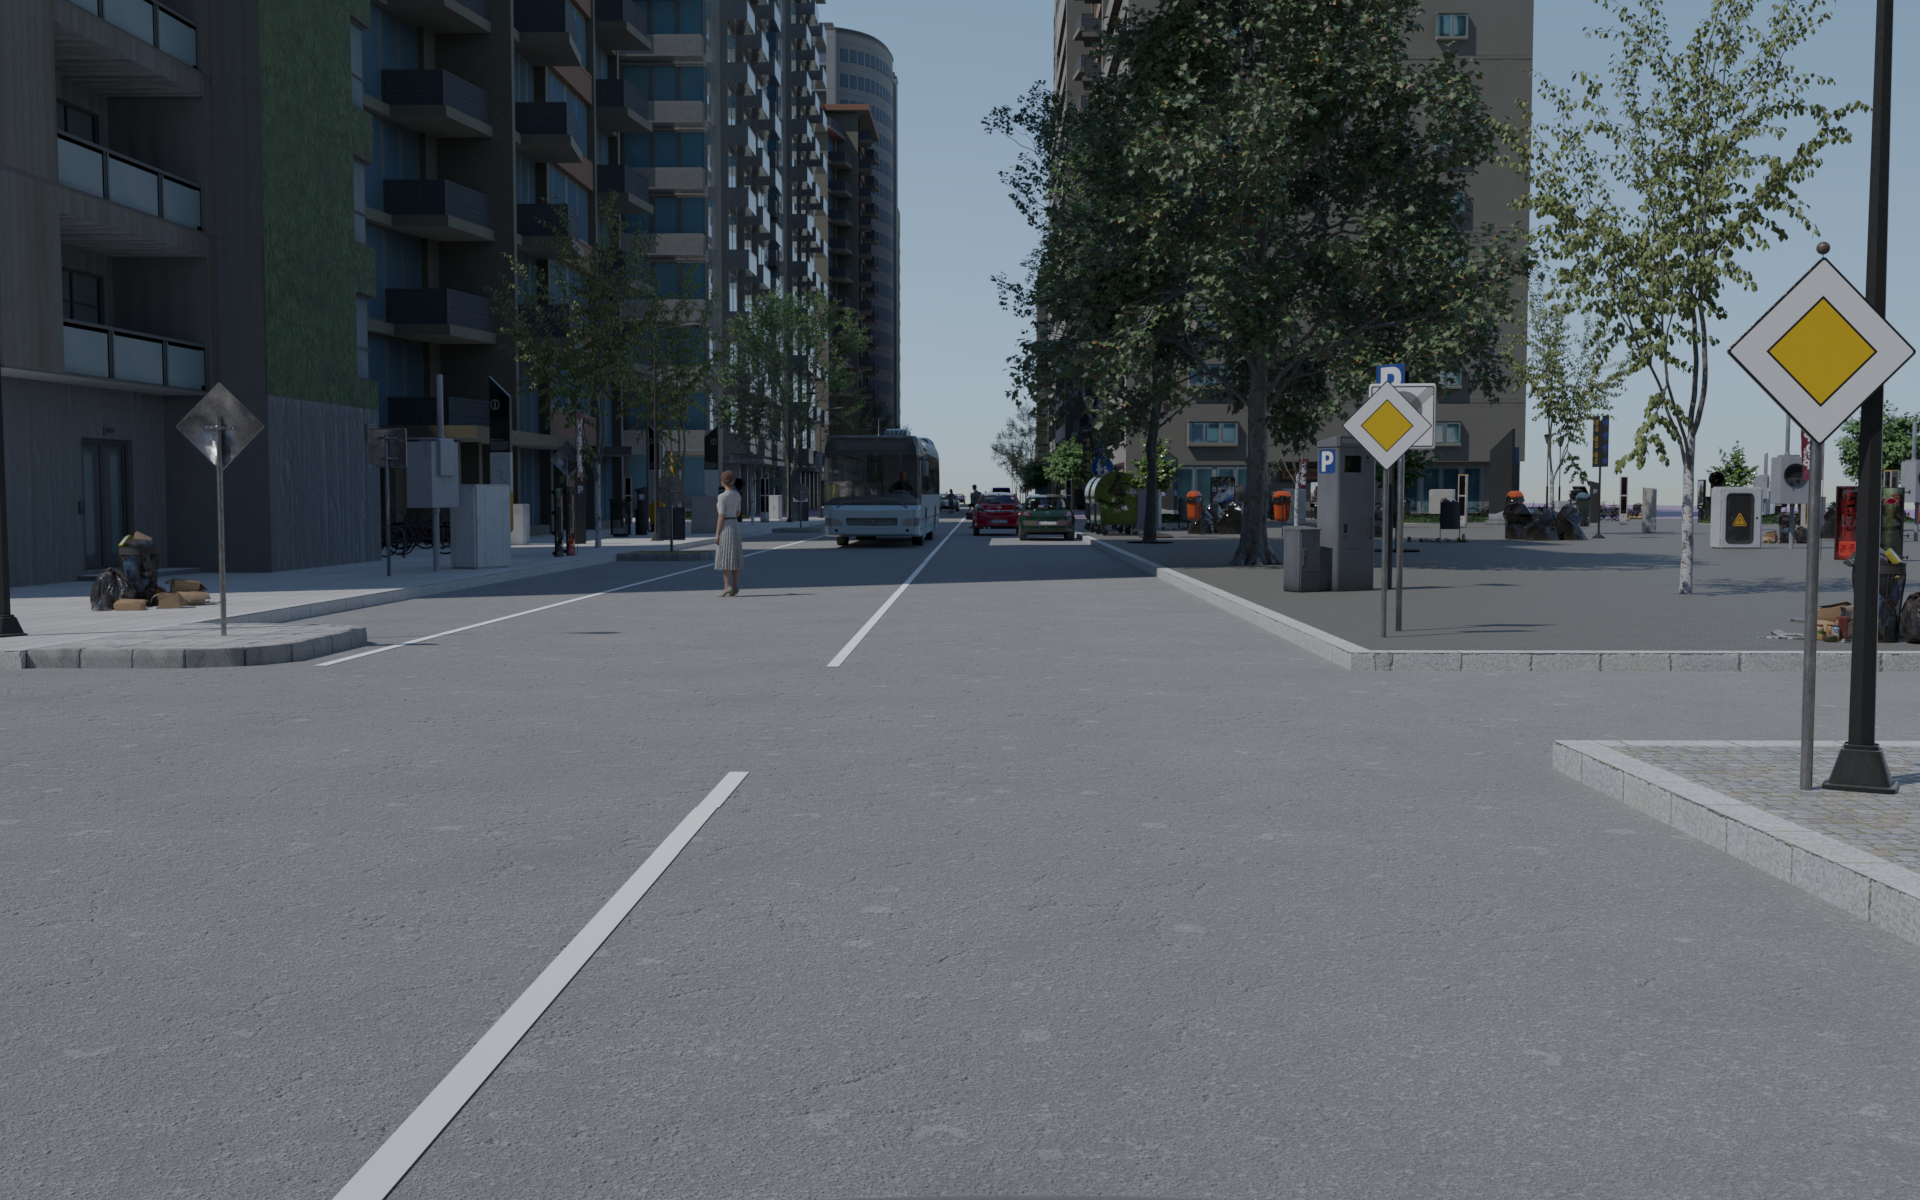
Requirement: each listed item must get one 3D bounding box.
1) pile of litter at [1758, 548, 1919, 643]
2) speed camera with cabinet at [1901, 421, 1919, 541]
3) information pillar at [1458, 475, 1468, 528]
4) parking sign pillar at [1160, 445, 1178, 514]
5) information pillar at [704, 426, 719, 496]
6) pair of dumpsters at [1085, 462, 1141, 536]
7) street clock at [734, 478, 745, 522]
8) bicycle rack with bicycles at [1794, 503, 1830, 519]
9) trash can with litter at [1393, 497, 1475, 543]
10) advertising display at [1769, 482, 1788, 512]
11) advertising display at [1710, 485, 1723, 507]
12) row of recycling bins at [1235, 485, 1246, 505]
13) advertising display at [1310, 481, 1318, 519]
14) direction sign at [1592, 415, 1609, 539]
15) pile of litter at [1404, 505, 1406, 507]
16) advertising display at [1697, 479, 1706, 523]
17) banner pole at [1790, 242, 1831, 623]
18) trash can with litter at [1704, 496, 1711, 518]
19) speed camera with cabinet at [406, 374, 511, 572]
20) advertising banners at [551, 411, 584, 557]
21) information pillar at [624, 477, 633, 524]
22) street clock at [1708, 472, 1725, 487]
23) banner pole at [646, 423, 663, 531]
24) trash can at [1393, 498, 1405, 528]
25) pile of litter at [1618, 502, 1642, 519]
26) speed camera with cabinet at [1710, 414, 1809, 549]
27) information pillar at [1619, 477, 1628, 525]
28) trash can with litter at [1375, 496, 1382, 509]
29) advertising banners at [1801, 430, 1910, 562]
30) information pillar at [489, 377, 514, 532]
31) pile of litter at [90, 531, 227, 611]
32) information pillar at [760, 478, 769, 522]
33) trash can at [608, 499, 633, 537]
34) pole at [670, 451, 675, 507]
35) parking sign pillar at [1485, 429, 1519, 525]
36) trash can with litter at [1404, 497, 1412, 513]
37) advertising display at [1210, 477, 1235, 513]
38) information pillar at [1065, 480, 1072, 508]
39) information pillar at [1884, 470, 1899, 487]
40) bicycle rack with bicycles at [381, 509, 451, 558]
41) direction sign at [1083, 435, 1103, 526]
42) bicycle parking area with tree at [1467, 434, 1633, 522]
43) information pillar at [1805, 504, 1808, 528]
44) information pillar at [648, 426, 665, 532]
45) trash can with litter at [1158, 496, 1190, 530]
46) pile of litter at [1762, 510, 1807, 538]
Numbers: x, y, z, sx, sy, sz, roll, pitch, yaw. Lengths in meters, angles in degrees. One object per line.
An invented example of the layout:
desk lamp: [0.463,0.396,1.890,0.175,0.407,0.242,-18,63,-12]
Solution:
pile of litter: [8.027,-0.080,15.279,1.719,0.858,1.176,3,4,37]
speed camera with cabinet: [25.285,-3.204,46.721,2.038,3.252,0.660,-1,4,-14]
information pillar: [18.947,-3.717,65.263,0.304,2.012,0.304,2,4,29]
parking sign pillar: [10.515,-6.145,88.935,1.447,3.967,1.447,3,4,37]
information pillar: [-8.462,-4.142,59.083,0.504,3.616,0.183,0,4,-7]
pair of dumpsters: [4.882,-3.218,55.115,1.574,2.255,4.437,0,4,1]
street clock: [-9.994,-4.521,78.481,0.471,2.002,0.358,2,4,26]
bicycle rack with bicycles: [33.067,-3.231,66.217,2.852,0.926,2.925,0,4,4]
trash can with litter: [12.716,-2.161,46.394,2.233,1.210,1.678,1,4,11]
advertising display: [42.311,-5.163,89.632,0.974,1.923,0.123,1,4,9]
advertising display: [38.409,-5.037,87.563,0.974,1.923,0.123,0,4,-7]
row of recycling bins: [13.545,-4.743,84.661,1.069,1.692,3.534,0,4,3]
advertising display: [18.137,-5.050,87.783,0.123,1.923,0.974,-2,4,-34]
direction sign: [18.484,-3.549,50.031,0.379,3.537,0.876,0,4,-8]
pile of litter: [21.196,-4.268,83.745,1.176,0.858,1.719,-3,5,-40]
advertising display: [32.832,-4.371,76.687,0.123,1.923,0.974,1,4,9]
banner pole: [8.447,-1.655,17.082,0.401,3.779,0.863,2,4,29]
trash can with litter: [39.030,-4.805,89.955,1.055,1.170,0.624,-2,4,-31]
speed camera with cabinet: [-8.513,-2.148,29.453,0.660,3.252,2.038,1,4,23]
advertising banners: [-8.129,-2.437,36.028,0.090,3.025,2.074,0,4,5]
information pillar: [-14.210,-4.265,74.229,0.304,2.012,0.304,0,4,-5]
street clock: [24.355,-3.132,55.780,0.471,2.002,0.358,2,4,32]
banner pole: [-10.775,-4.332,60.840,0.863,3.779,0.401,-3,5,-42]
trash can: [16.520,-3.305,65.691,0.748,1.137,0.748,0,3,0]
pile of litter: [34.666,-4.571,88.701,1.176,0.858,1.719,-3,5,-43]
speed camera with cabinet: [18.772,-2.831,40.624,2.038,3.252,0.660,0,4,2]
information pillar: [27.789,-4.161,72.532,0.304,2.012,0.304,1,4,17]
trash can with litter: [21.649,-4.779,89.523,0.624,1.170,1.055,0,4,-7]
advertising banners: [17.229,-2.281,33.476,0.090,3.025,2.074,-3,5,-44]
information pillar: [-9.154,-2.640,34.525,0.504,3.616,0.183,1,4,19]
pile of litter: [-9.132,-0.353,19.744,1.176,0.858,1.719,3,4,36]
information pillar: [-8.876,-4.536,78.661,0.304,2.012,0.304,2,4,29]
trash can: [-10.161,-2.459,51.858,0.748,1.137,0.748,0,3,0]
pole: [-13.654,-5.409,82.285,0.158,3.312,0.155,0,3,0]
parking sign pillar: [22.625,-5.108,71.994,1.447,3.967,1.447,-2,4,-26]
trash can with litter: [23.222,-4.761,89.234,1.055,1.170,0.624,1,4,10]
advertising display: [9.681,-3.585,63.835,0.974,1.923,0.123,-1,4,-19]
information pillar: [5.468,-5.067,87.336,0.304,2.012,0.304,0,4,-1]
information pillar: [28.635,-2.985,53.293,0.304,2.012,0.304,-1,4,-14]
bicycle rack with bicycles: [-12.149,-1.370,35.777,2.925,0.926,2.852,0,4,4]
direction sign: [5.116,-4.578,66.852,0.876,3.537,0.379,-2,4,-27]
bicycle parking area with tree: [29.068,-6.009,85.242,9.016,4.147,8.231,3,4,38]
information pillar: [23.192,-2.607,47.116,0.304,2.012,0.304,1,4,16]
information pillar: [-10.309,-4.106,58.496,0.504,3.616,0.183,2,4,35]
trash can with litter: [7.653,-3.105,61.829,2.233,1.210,1.678,-3,5,-42]
pile of litter: [21.538,-1.916,45.292,1.719,0.858,1.176,2,4,29]
